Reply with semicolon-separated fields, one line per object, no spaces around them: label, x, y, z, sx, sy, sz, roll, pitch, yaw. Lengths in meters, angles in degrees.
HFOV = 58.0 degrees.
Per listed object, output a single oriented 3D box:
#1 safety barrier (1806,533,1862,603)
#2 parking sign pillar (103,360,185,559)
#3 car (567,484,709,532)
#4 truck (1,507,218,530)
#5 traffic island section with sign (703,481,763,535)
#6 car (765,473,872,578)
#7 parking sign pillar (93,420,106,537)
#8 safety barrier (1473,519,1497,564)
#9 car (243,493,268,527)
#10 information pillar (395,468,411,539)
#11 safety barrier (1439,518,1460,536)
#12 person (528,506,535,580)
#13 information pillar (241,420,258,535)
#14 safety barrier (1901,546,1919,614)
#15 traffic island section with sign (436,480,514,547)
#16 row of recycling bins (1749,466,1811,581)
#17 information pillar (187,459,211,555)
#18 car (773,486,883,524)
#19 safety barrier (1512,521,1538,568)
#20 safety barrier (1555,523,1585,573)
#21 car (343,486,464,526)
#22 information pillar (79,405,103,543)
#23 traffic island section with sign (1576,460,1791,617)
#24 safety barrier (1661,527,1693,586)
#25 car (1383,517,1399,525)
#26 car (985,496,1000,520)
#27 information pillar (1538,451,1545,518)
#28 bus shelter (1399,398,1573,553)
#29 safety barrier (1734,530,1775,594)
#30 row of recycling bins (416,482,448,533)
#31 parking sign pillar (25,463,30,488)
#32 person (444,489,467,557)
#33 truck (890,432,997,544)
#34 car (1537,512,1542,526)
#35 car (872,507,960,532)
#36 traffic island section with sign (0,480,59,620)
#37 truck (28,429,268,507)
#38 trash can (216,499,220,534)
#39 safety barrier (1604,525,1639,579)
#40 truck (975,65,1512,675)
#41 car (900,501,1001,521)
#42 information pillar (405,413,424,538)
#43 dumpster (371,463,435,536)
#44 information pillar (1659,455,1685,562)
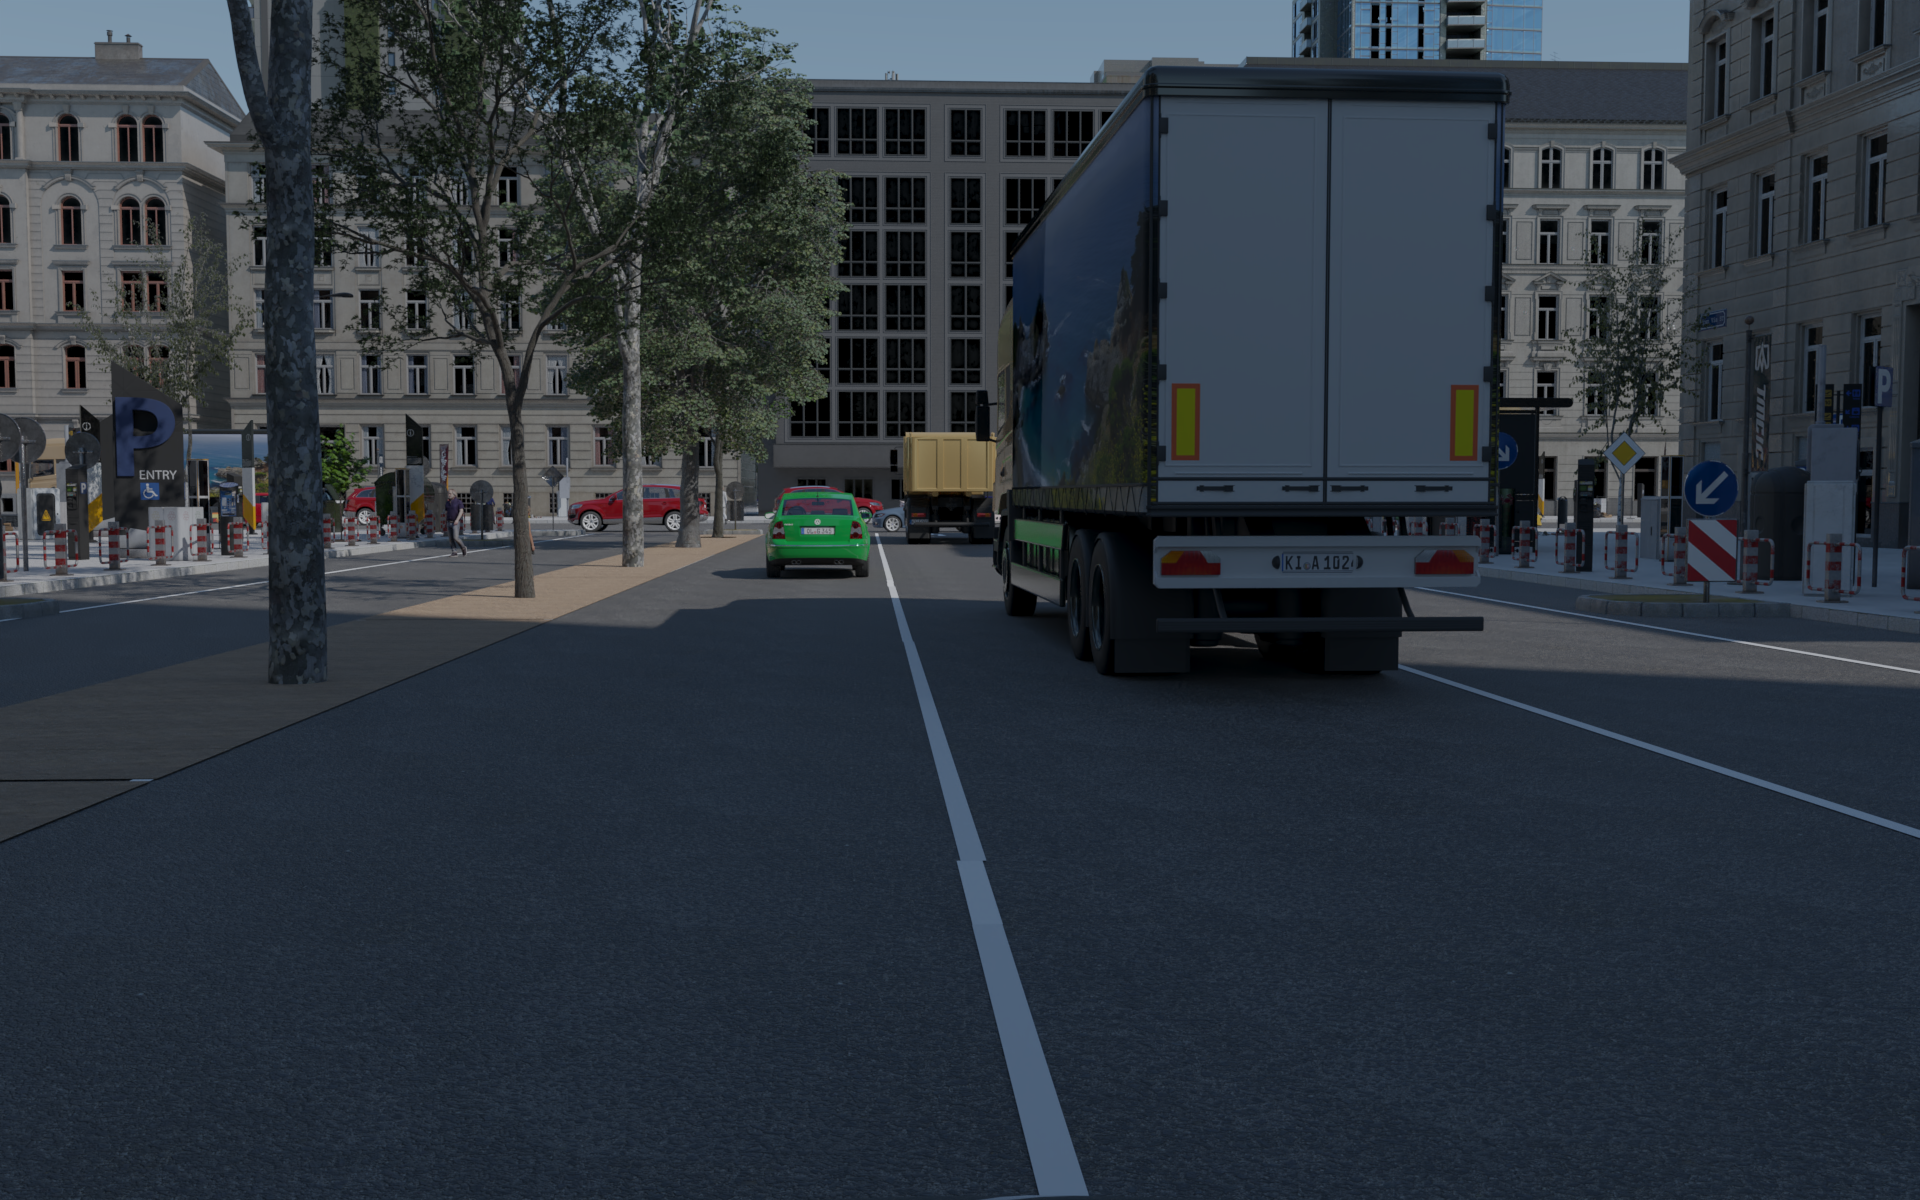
safety barrier;10.304;-0.377;20.436;0.300;0.817;1.120;0;4;-3
parking sign pillar;-16.417;-2.849;35.058;1.447;3.967;1.447;-1;4;-23
car;-12.278;-3.510;66.061;5.304;1.827;2.281;0;4;-3
truck;-37.071;-4.557;64.271;18.799;4.110;2.967;0;4;-5
traffic island section with sign;-8.045;-3.270;61.598;2.006;1.907;1.989;0;4;-3
car;-2.551;-1.366;31.134;1.959;1.807;4.718;0;4;-4
parking sign pillar;-25.667;-3.896;52.165;1.447;3.967;1.447;-1;4;-14
safety barrier;9.675;-1.080;31.940;0.300;0.817;1.120;0;4;-3
car;-28.890;-3.934;73.361;4.494;1.783;2.155;0;4;-2
information pillar;-16.014;-2.772;49.818;0.304;2.012;0.304;1;4;10
safety barrier;9.570;-1.197;33.854;0.300;0.817;1.120;0;4;-3
person;-7.225;-0.955;28.777;0.373;1.253;0.362;-3;5;-45
information pillar;-22.438;-3.871;54.641;0.504;3.616;0.183;2;4;29
safety barrier;10.412;-0.260;18.522;0.300;0.817;1.120;0;4;-3
traffic island section with sign;-13.311;-2.408;48.005;1.989;1.847;2.006;0;4;-3
row of recycling bins;12.909;-1.222;27.099;1.069;1.692;3.534;2;4;27
information pillar;-15.945;-1.945;36.290;0.304;2.012;0.304;2;4;25
car;-6.289;-4.538;82.877;5.304;1.827;2.281;0;4;-4
safety barrier;9.782;-0.962;30.005;0.300;0.817;1.120;0;4;-3
safety barrier;9.891;-0.845;28.092;0.300;0.817;1.120;0;4;-3
car;-25.641;-4.356;79.897;5.304;1.827;2.281;0;4;-4
information pillar;-22.885;-3.318;45.599;0.183;3.616;0.504;3;5;44
traffic island section with sign;8.669;-0.763;21.107;1.989;1.847;2.006;0;4;-3
safety barrier;10.097;-0.611;24.264;0.300;0.817;1.120;0;4;-3
car;20.912;-3.908;75.694;4.920;1.459;2.131;0;4;-3
car;1.619;-4.369;84.012;3.894;1.354;1.945;0;4;-4
information pillar;31.774;-6.315;94.610;0.183;3.616;0.504;-1;4;-10
bus shelter;12.041;-3.930;41.885;2.179;5.291;8.768;0;4;-3
safety barrier;10.201;-0.494;22.350;0.300;0.817;1.120;0;4;-3
row of recycling bins;-17.909;-3.127;58.241;1.069;1.692;3.534;0;4;-4
parking sign pillar;-80.668;-9.794;148.596;1.447;3.967;1.447;-2;4;-35
person;-11.453;-1.758;39.452;0.471;1.553;0.569;-2;4;-30
truck;-0.417;-3.497;53.102;3.469;3.379;9.791;0;4;-2
car;20.913;-3.553;68.315;3.980;1.641;2.015;0;4;-5
car;-1.097;-3.280;65.635;4.499;1.417;2.014;0;4;-4
traffic island section with sign;-11.788;-0.711;20.250;1.989;1.847;2.006;0;4;-3
truck;-35.221;-5.309;75.723;11.283;4.237;2.839;0;4;-4
trash can;-22.626;-2.564;53.579;0.748;1.137;0.748;0;3;0
safety barrier;9.994;-0.728;26.178;0.300;0.817;1.120;0;4;-3
truck;1.972;-1.720;17.043;2.839;4.237;11.283;0;4;-5
car;-0.468;-4.230;81.521;4.827;1.381;2.083;0;4;-2
information pillar;-15.856;-3.608;50.350;0.504;3.616;0.183;0;4;-1
dumpster;-17.326;-3.142;53.871;1.502;2.255;1.985;0;4;-3
information pillar;13.462;-1.730;32.771;0.304;2.012;0.304;-1;4;-11
